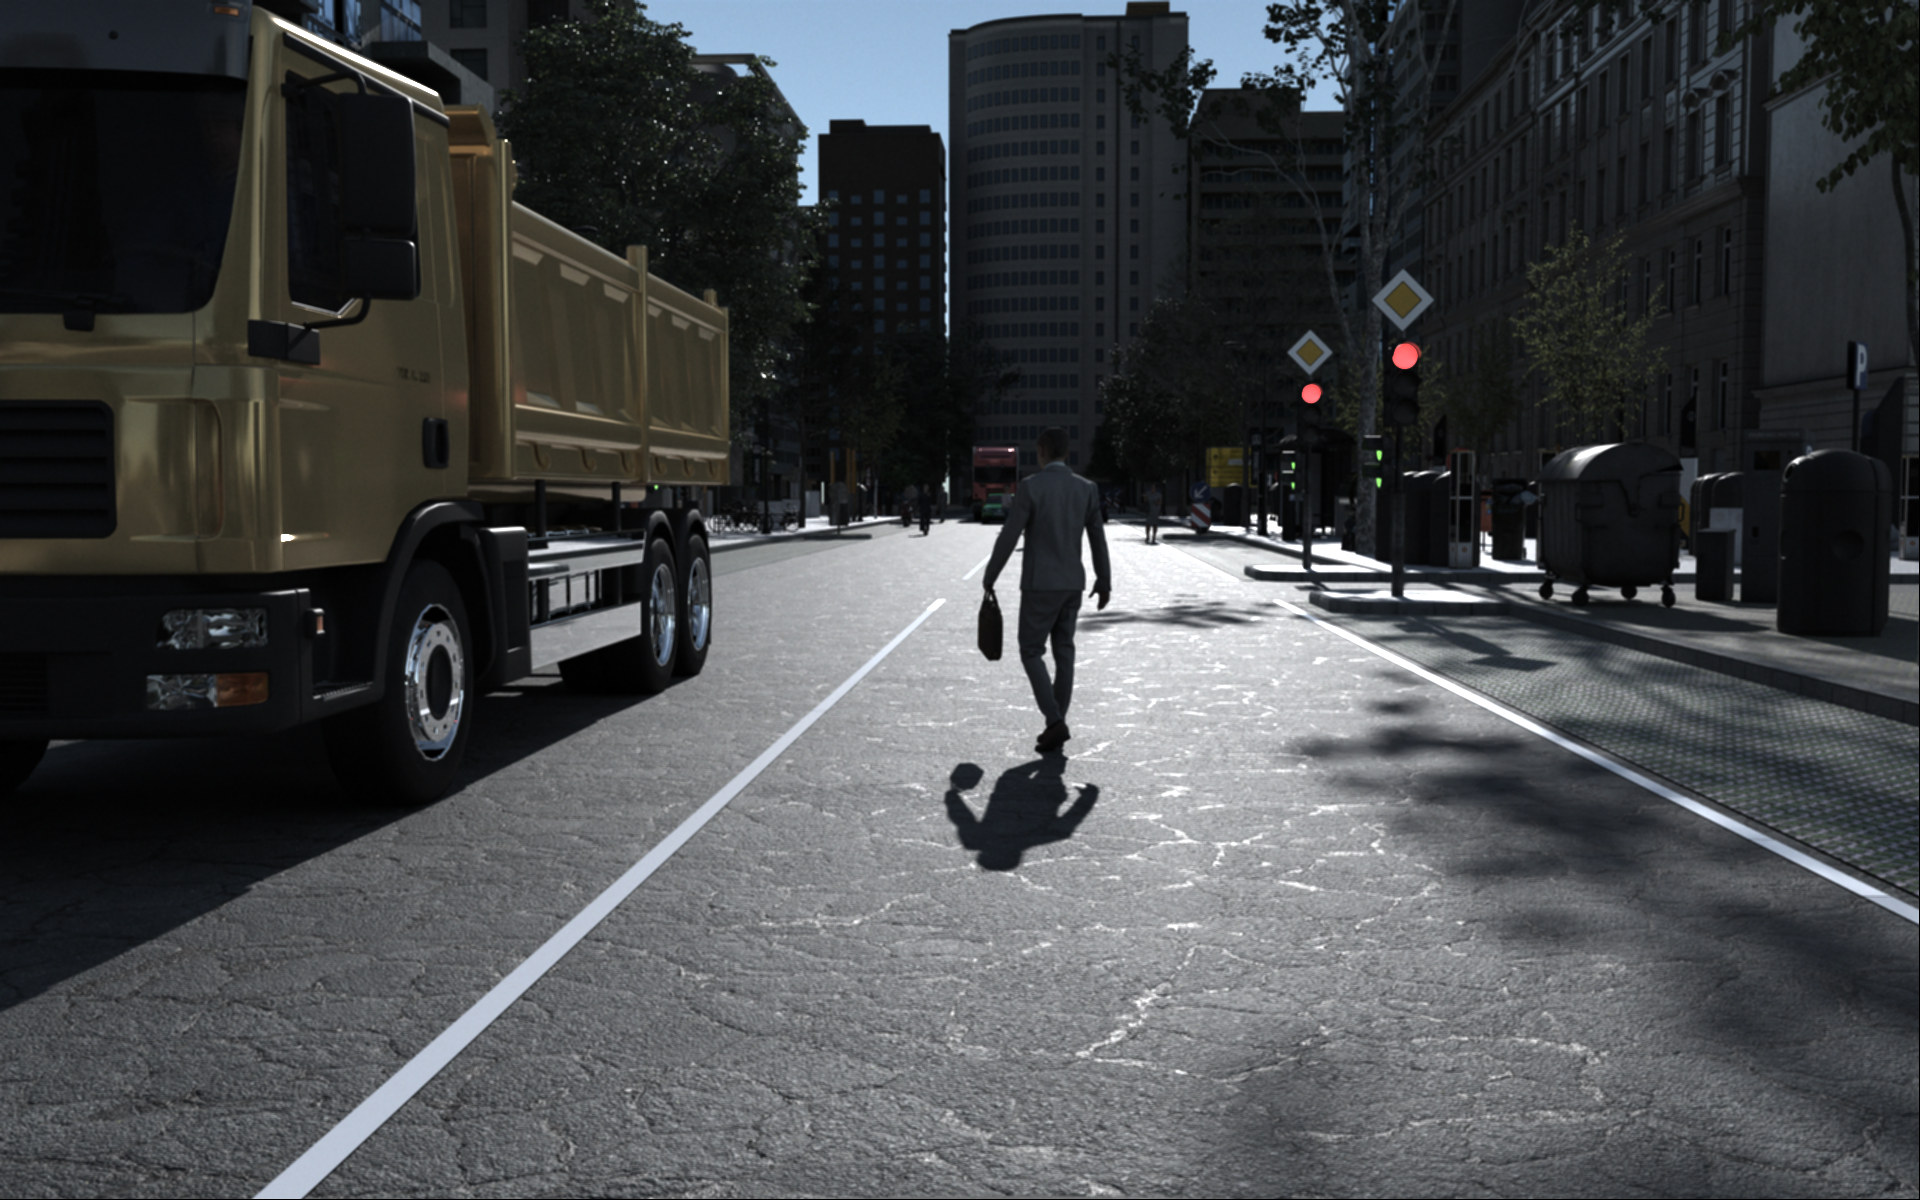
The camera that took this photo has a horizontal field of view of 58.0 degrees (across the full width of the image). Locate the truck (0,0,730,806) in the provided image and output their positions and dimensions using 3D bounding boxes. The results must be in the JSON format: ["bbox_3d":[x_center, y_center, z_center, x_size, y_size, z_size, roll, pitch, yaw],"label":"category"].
[{"bbox_3d":[-3.519,-0.870,10.144,3.469,3.379,9.791,0,4,3],"label":"truck"}]

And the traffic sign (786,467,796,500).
[{"bbox_3d":[-7.800,-4.965,81.283,0.768,2.556,0.104,1,4,9],"label":"traffic sign"}]

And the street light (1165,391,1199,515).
[{"bbox_3d":[10.188,-6.467,78.274,1.470,5.913,1.316,0,4,3],"label":"street light"}]

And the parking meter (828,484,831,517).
[{"bbox_3d":[-7.088,-5.481,95.317,0.255,1.863,0.399,1,4,17],"label":"parking meter"}]

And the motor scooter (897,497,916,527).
[{"bbox_3d":[-2.337,-3.866,75.980,0.815,1.314,1.986,0,4,2],"label":"motor scooter"}]

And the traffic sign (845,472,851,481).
[{"bbox_3d":[-6.381,-6.189,101.301,0.768,2.556,0.104,1,4,11],"label":"traffic sign"}]

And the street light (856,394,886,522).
[{"bbox_3d":[-4.125,-6.611,80.626,1.470,5.913,1.316,0,4,3],"label":"street light"}]

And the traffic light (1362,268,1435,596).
[{"bbox_3d":[5.486,-2.004,21.681,0.839,4.253,0.868,0,4,3],"label":"traffic light"}]

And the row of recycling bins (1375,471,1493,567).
[{"bbox_3d":[8.565,-1.519,31.950,1.069,1.692,3.534,0,4,-6],"label":"row of recycling bins"}]

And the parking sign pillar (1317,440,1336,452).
[{"bbox_3d":[17.319,-5.673,81.231,1.447,3.967,1.447,2,4,29],"label":"parking sign pillar"}]

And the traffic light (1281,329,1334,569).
[{"bbox_3d":[5.945,-2.491,29.653,0.839,4.253,0.868,0,4,3],"label":"traffic light"}]

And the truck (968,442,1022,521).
[{"bbox_3d":[1.998,-6.555,96.091,2.839,4.237,11.283,0,4,2],"label":"truck"}]

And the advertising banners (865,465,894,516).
[{"bbox_3d":[-4.832,-6.525,102.873,2.074,3.025,0.090,2,4,32],"label":"advertising banners"}]

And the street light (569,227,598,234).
[{"bbox_3d":[-6.986,-3.531,30.270,1.470,5.913,1.316,0,4,3],"label":"street light"}]

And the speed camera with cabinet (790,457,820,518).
[{"bbox_3d":[-8.340,-6.053,93.299,0.660,3.252,2.038,2,4,29],"label":"speed camera with cabinet"}]

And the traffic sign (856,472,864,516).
[{"bbox_3d":[-5.888,-6.052,99.061,0.768,2.556,0.104,1,4,12],"label":"traffic sign"}]

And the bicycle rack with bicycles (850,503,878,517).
[{"bbox_3d":[-6.053,-5.146,97.524,2.925,0.926,2.852,-1,4,-13],"label":"bicycle rack with bicycles"}]

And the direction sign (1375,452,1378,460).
[{"bbox_3d":[20.448,-5.723,85.563,0.379,3.537,0.876,-1,4,-11],"label":"direction sign"}]

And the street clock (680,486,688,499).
[{"bbox_3d":[-11.957,-4.312,75.064,0.471,2.002,0.358,-1,4,-15],"label":"street clock"}]

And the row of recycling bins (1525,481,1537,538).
[{"bbox_3d":[17.047,-2.719,51.564,1.069,1.692,3.534,-2,4,-23],"label":"row of recycling bins"}]

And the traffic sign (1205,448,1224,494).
[{"bbox_3d":[11.855,-5.004,75.686,2.265,3.308,0.079,0,4,6],"label":"traffic sign"}]

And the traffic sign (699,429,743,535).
[{"bbox_3d":[-7.926,-3.716,54.628,2.265,3.308,0.079,1,4,12],"label":"traffic sign"}]

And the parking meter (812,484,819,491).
[{"bbox_3d":[-8.046,-5.553,96.496,0.399,1.863,0.255,-1,4,-9],"label":"parking meter"}]

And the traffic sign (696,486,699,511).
[{"bbox_3d":[-7.902,-3.185,52.174,0.768,2.556,0.104,1,4,11],"label":"traffic sign"}]

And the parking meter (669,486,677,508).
[{"bbox_3d":[-16.755,-5.841,101.208,0.399,1.863,0.255,1,4,22],"label":"parking meter"}]

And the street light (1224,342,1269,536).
[{"bbox_3d":[8.790,-4.930,53.151,1.470,5.913,1.316,0,4,3],"label":"street light"}]

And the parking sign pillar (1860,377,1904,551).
[{"bbox_3d":[21.007,-3.123,39.527,1.447,3.967,1.447,-3,5,-40],"label":"parking sign pillar"}]

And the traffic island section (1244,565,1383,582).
[{"bbox_3d":[5.984,-0.458,29.765,2.009,0.180,2.903,0,4,3],"label":"traffic island section"}]

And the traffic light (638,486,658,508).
[{"bbox_3d":[-5.548,-2.531,30.297,0.839,4.253,0.868,0,4,3],"label":"traffic light"}]

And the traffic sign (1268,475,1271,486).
[{"bbox_3d":[15.800,-5.351,89.615,0.606,2.300,0.079,0,4,6],"label":"traffic sign"}]

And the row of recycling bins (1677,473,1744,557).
[{"bbox_3d":[15.235,-1.683,34.628,1.069,1.692,3.534,1,4,15],"label":"row of recycling bins"}]

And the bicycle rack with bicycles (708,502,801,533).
[{"bbox_3d":[-7.105,-2.718,57.815,2.925,0.926,2.852,1,4,18],"label":"bicycle rack with bicycles"}]

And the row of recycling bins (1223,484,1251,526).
[{"bbox_3d":[11.492,-3.968,71.996,1.069,1.692,3.534,1,4,15],"label":"row of recycling bins"}]

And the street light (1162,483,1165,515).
[{"bbox_3d":[11.737,-8.040,103.999,1.470,5.913,1.316,0,4,3],"label":"street light"}]

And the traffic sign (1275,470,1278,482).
[{"bbox_3d":[16.072,-5.277,86.392,0.768,2.556,0.104,0,4,4],"label":"traffic sign"}]

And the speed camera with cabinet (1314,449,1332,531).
[{"bbox_3d":[12.285,-4.008,59.869,2.038,3.252,0.660,-1,4,-10],"label":"speed camera with cabinet"}]

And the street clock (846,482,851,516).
[{"bbox_3d":[-6.412,-5.840,100.048,0.358,2.002,0.471,-2,4,-30],"label":"street clock"}]

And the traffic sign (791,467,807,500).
[{"bbox_3d":[-7.525,-4.953,81.083,0.768,2.556,0.104,0,4,5],"label":"traffic sign"}]

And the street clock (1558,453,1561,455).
[{"bbox_3d":[10.562,-1.577,30.352,0.358,2.002,0.471,1,4,18],"label":"street clock"}]

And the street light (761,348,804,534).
[{"bbox_3d":[-5.657,-5.055,55.185,1.470,5.913,1.316,0,4,3],"label":"street light"}]

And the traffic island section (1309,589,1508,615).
[{"bbox_3d":[5.525,0.030,21.793,2.009,0.180,2.903,0,4,3],"label":"traffic island section"}]

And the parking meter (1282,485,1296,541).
[{"bbox_3d":[9.025,-2.391,47.496,0.372,1.533,0.369,0,3,0],"label":"parking meter"}]

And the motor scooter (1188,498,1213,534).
[{"bbox_3d":[7.912,-2.699,56.902,0.815,1.314,1.986,0,4,2],"label":"motor scooter"}]

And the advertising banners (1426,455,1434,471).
[{"bbox_3d":[22.019,-5.047,78.711,2.074,3.025,0.090,-1,4,-20],"label":"advertising banners"}]

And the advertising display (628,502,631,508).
[{"bbox_3d":[-17.320,-5.213,90.447,0.974,1.923,0.123,0,4,5],"label":"advertising display"}]

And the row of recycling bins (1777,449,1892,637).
[{"bbox_3d":[8.621,-0.608,17.052,1.069,1.692,3.534,2,4,26],"label":"row of recycling bins"}]
